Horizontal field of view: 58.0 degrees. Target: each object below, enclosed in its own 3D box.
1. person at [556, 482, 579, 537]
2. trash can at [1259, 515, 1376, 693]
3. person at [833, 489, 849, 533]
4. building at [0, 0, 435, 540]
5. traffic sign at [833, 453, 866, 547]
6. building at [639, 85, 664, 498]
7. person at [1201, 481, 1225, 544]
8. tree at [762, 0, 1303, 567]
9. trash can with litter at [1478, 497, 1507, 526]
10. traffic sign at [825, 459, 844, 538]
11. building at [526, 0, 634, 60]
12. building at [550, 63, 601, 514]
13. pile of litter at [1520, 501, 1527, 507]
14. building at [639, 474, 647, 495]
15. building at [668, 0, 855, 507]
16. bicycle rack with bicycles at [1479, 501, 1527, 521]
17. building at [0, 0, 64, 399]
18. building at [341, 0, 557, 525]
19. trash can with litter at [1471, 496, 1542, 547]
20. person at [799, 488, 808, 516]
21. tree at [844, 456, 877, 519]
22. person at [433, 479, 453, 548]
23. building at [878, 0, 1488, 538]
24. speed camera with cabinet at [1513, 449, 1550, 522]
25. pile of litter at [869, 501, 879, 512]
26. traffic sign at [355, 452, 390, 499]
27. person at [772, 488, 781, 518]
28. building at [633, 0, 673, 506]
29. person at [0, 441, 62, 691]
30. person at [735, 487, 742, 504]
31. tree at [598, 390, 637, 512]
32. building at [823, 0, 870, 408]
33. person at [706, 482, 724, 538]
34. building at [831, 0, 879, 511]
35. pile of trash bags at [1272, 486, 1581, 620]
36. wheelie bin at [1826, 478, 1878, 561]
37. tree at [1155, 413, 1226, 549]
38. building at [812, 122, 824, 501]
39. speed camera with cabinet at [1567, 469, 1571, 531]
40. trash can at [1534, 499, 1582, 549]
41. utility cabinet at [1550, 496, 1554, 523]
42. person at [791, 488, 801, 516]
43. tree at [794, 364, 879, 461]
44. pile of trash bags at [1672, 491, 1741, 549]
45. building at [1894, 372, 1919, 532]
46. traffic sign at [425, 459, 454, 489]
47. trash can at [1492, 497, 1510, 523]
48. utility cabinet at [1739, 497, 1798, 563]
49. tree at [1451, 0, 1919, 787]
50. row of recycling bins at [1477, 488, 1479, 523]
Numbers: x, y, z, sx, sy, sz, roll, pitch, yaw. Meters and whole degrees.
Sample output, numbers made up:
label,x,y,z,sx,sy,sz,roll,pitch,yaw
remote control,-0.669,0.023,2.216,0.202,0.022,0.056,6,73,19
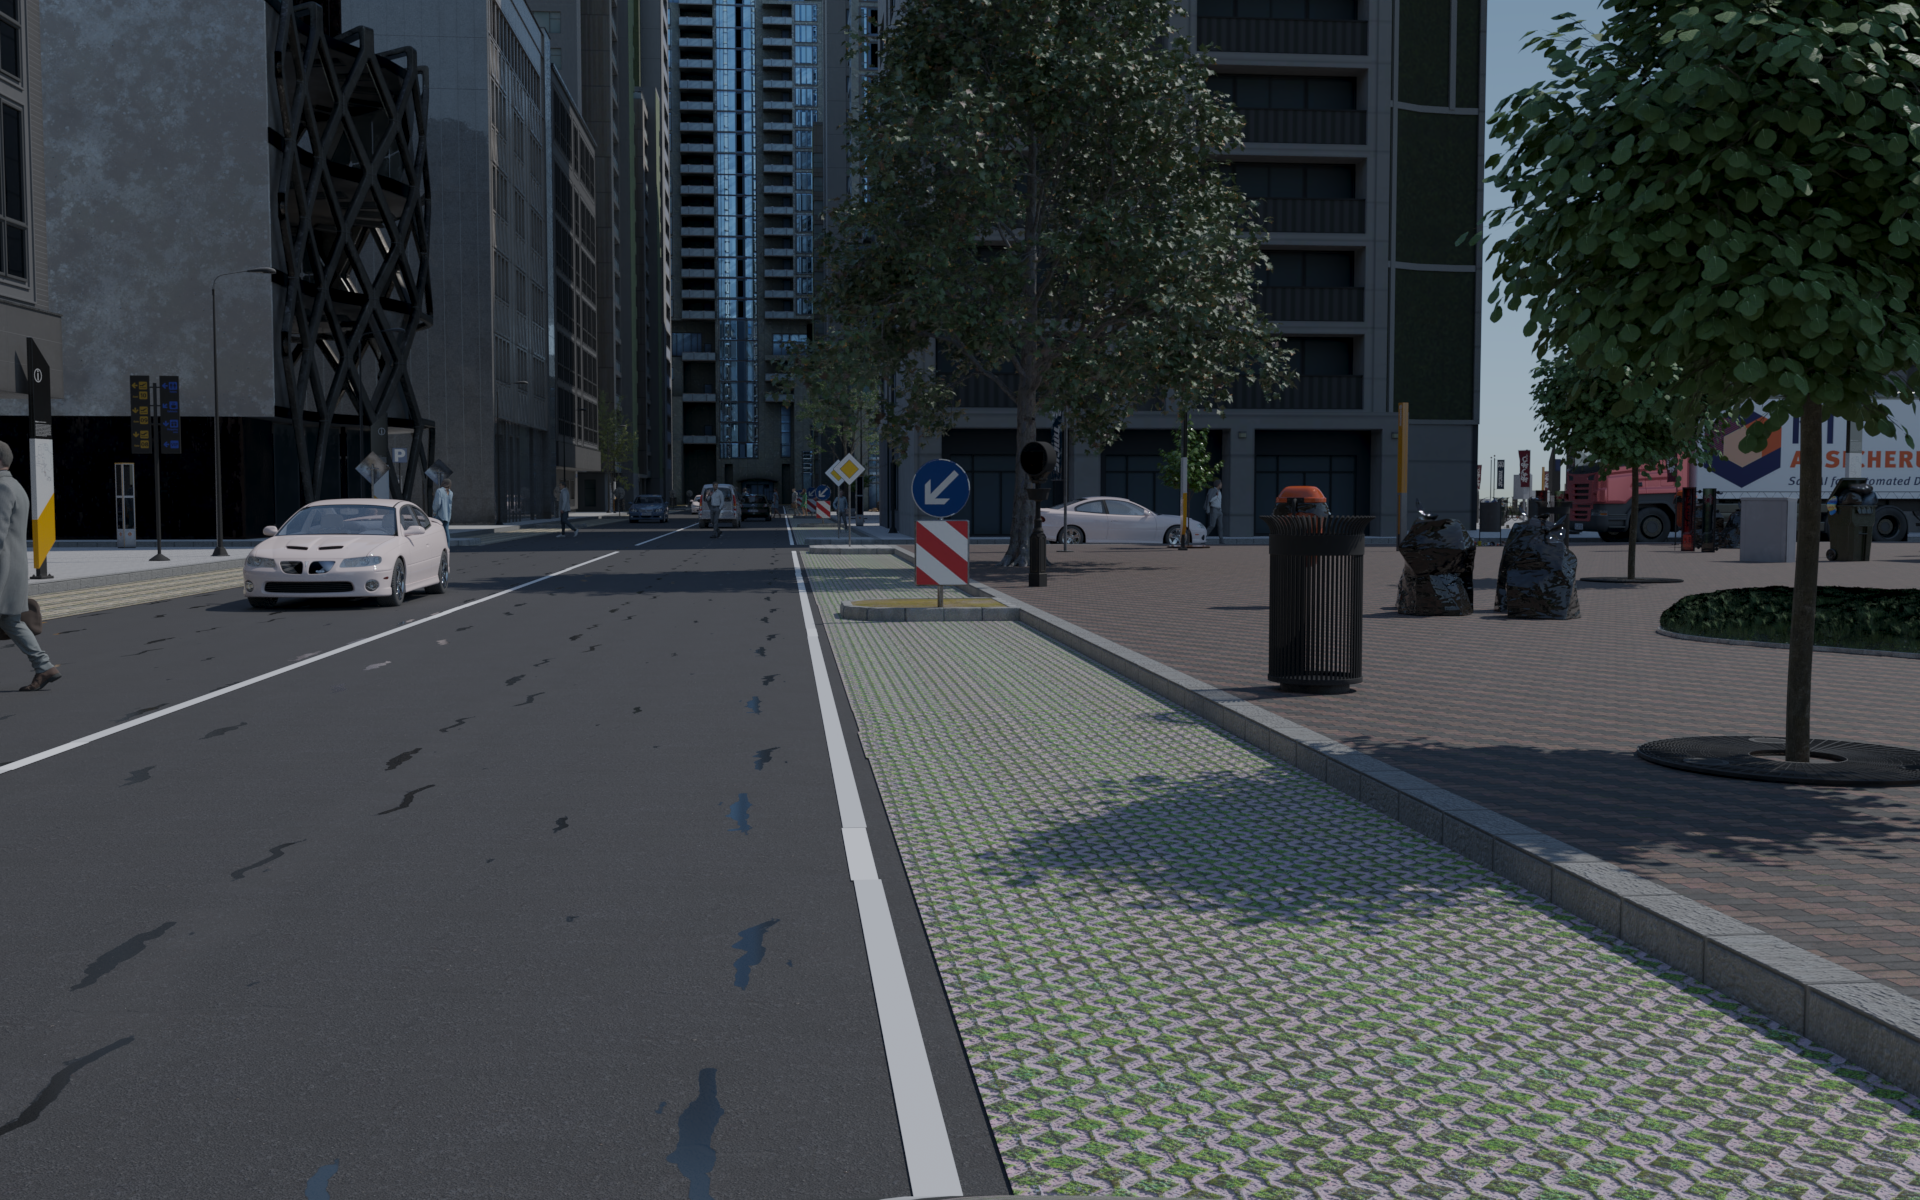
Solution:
label,x,y,z,sx,sy,sz,roll,pitch,yaw
person,-13.032,-3.004,57.468,0.795,1.843,0.661,0,4,-3
trash can,2.327,0.020,11.327,0.748,1.137,0.748,0,3,0
person,-4.382,-3.270,63.778,0.589,1.601,0.330,0,4,-7
building,-26.122,-11.529,55.958,16.820,18.784,16.811,0,4,-6
traffic sign,-2.688,-2.351,42.085,0.795,2.450,0.064,0,4,-6
building,-36.588,-29.648,168.336,14.154,41.232,14.086,0,4,-6
person,6.973,-2.379,47.502,0.850,1.850,0.679,2,4,32
tree,1.283,-6.954,30.712,9.611,12.733,9.660,0,3,0
trash can with litter,21.149,-3.510,68.779,1.055,1.170,0.624,2,4,34
traffic sign,-3.509,-2.837,50.028,0.795,2.450,0.064,0,4,-6
building,-31.840,-27.258,129.255,14.154,41.232,14.086,0,4,-6
building,-29.706,-18.883,102.240,14.314,27.812,24.014,0,4,-6
pile of litter,40.154,-6.755,124.408,1.176,0.858,1.719,2,4,29
building,-43.606,-27.870,147.550,32.217,40.220,23.993,0,4,-6
building,-29.563,-55.304,216.890,31.000,86.520,22.319,0,4,-6
bicycle rack with bicycles,26.850,-4.314,83.914,2.852,0.926,2.925,-1,4,-14
building,-20.186,-13.562,15.251,14.314,27.812,24.014,0,4,-6
building,-26.149,-16.012,79.820,12.078,24.808,19.932,0,4,-6
trash can with litter,13.433,-1.929,42.595,2.233,1.210,1.678,2,4,25
person,-9.956,-6.253,110.986,0.529,1.795,0.600,-3,4,-36
tree,-5.379,-5.779,89.094,1.663,3.219,1.824,0,3,0
person,-12.108,-1.947,40.603,0.793,1.790,0.793,-1,4,-10
building,7.868,-37.997,59.499,20.611,71.187,20.563,0,4,-6
speed camera with cabinet,25.505,-5.073,77.283,2.038,3.252,0.660,-3,4,-39
pile of litter,-5.983,-6.721,123.850,1.176,0.858,1.719,1,4,14
traffic sign,-13.875,-2.282,40.953,0.795,2.450,0.064,0,4,-6
person,-10.840,-5.739,102.423,0.778,1.811,0.616,2,4,35
building,-45.609,-39.397,186.140,28.212,58.520,21.231,0,4,-6
person,-6.910,-0.233,12.416,0.767,1.812,0.694,-1,4,-18
person,-11.457,-4.901,88.808,0.661,1.801,0.590,1,4,22
tree,-24.360,-10.426,120.822,4.737,8.622,4.395,0,3,0
building,-3.098,-38.583,172.823,21.231,58.520,28.212,0,4,-6
person,-8.003,-2.933,56.556,0.679,1.850,0.850,2,4,23
building,-0.262,-50.723,141.990,22.319,86.520,31.000,0,4,-6
pile of trash bags,5.104,-0.569,19.056,3.447,1.369,1.912,2,4,28
wheelie bin,17.104,-1.545,33.167,0.980,1.594,0.693,-1,4,-20
tree,5.567,-2.852,41.224,1.663,3.219,1.824,0,3,0
building,-9.491,-31.217,193.986,14.154,41.232,14.086,0,4,-6
speed camera with cabinet,22.159,-4.026,60.161,2.038,3.252,0.660,1,4,20
trash can,11.908,-1.413,34.758,0.748,1.137,0.748,0,3,0
utility cabinet,24.084,-3.544,69.114,0.306,1.237,1.020,-3,5,-40
person,-10.844,-6.412,113.462,0.853,1.813,0.709,-3,5,-41
tree,-7.595,-11.614,115.646,9.928,11.665,9.643,0,3,0
pile of trash bags,18.587,-1.993,42.330,1.912,1.369,3.447,-1,4,-13
building,34.948,-23.036,60.235,14.086,41.232,14.154,0,4,-6
traffic sign,-14.696,-2.768,48.896,0.795,2.450,0.064,0,4,-6
trash can,23.851,-3.959,76.391,0.748,1.137,0.748,0,3,0
utility cabinet,15.327,-1.326,32.843,0.306,1.237,1.020,-2,4,-28
tree,3.997,-1.489,8.058,4.285,4.588,4.351,0,3,0
row of recycling bins,21.826,-4.335,77.986,1.069,1.692,3.534,-3,4,-36
